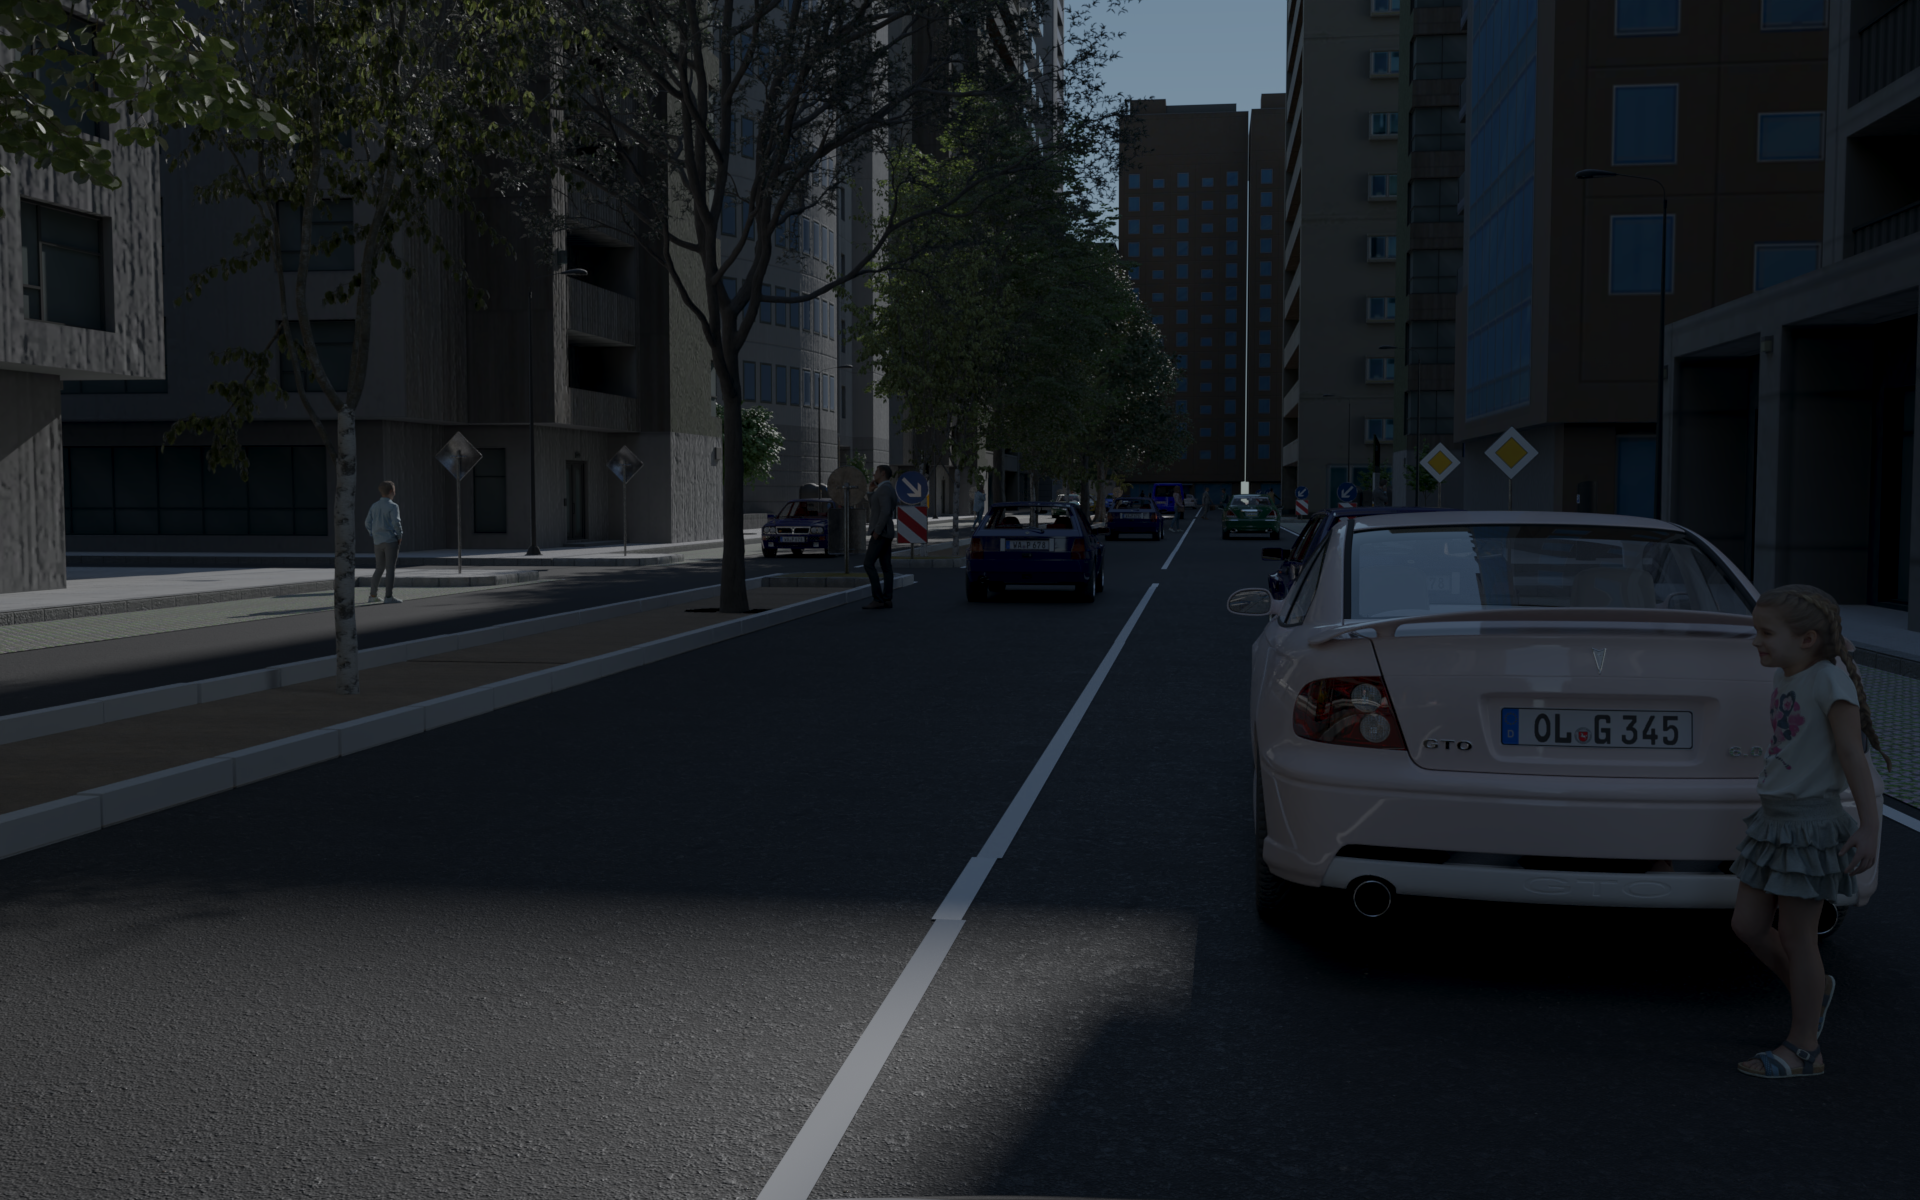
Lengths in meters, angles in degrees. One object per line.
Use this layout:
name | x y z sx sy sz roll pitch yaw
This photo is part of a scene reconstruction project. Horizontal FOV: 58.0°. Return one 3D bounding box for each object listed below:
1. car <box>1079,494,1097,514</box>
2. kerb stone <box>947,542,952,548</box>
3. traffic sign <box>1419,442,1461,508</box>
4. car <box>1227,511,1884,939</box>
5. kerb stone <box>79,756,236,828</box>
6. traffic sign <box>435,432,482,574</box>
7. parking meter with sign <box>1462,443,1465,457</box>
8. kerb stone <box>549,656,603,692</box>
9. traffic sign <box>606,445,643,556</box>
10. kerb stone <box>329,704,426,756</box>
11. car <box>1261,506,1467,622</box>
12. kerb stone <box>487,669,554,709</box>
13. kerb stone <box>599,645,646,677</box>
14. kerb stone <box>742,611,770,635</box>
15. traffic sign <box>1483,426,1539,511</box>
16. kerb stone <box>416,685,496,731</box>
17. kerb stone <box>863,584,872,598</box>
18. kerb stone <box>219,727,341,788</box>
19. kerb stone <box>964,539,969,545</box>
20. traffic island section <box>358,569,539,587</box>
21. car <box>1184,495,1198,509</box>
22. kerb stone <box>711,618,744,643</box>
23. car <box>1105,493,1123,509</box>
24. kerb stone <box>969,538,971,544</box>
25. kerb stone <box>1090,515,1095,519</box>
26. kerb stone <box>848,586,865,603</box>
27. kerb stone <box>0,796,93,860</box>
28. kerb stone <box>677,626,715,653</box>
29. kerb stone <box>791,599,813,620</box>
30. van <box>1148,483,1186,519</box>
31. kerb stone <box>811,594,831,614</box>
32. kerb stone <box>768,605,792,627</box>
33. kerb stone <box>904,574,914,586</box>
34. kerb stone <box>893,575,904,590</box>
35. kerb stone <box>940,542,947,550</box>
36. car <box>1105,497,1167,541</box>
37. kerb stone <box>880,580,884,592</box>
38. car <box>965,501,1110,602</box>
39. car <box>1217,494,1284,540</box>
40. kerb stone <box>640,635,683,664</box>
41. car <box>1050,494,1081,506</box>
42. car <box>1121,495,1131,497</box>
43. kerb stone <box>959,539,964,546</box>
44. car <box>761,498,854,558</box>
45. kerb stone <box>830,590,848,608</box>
car | 9.305 -7.199 127.932 2.015 1.641 3.980 1 4 10
kerb stone | -0.397 -1.411 45.265 0.120 0.150 1.000 1 4 8
traffic sign | 9.250 -1.822 33.439 0.795 2.450 0.064 1 4 8
car | 2.134 0.324 7.066 2.083 1.381 4.827 1 4 9
kerb stone | -3.663 0.874 7.928 0.120 0.150 1.000 1 4 8
traffic sign | -8.065 -1.483 27.882 0.795 2.450 0.064 1 4 8
parking meter with sign | 16.968 -3.645 55.864 0.543 3.016 1.738 -1 4 -23
kerb stone | -2.927 0.563 13.001 0.120 0.150 1.000 1 4 8
traffic sign | -6.925 -1.966 35.785 0.795 2.450 0.064 1 4 8
kerb stone | -3.364 0.749 9.954 0.120 0.150 1.000 1 4 8
car | 3.575 -0.132 14.733 1.945 1.354 3.894 0 4 7
kerb stone | -3.077 0.624 11.991 0.120 0.150 1.000 1 4 8
kerb stone | -2.783 0.505 14.014 0.120 0.150 1.000 1 4 8
kerb stone | -2.197 0.253 18.067 0.120 0.150 1.000 1 4 8
traffic sign | 8.109 -1.339 25.536 0.795 2.450 0.064 1 4 8
kerb stone | -3.218 0.686 10.974 0.120 0.150 1.000 1 4 8
kerb stone | -1.317 -0.120 24.150 0.120 0.150 1.000 1 4 8
kerb stone | -3.515 0.812 8.944 0.120 0.150 1.000 1 4 8
kerb stone | 0.050 -1.598 48.328 0.120 0.150 1.000 1 4 8
traffic island section | -8.090 -0.347 27.947 2.009 0.180 2.903 1 4 8
car | 21.297 -9.213 162.992 2.083 1.381 4.827 1 4 10
kerb stone | -2.348 0.315 17.052 0.120 0.150 1.000 1 4 8
car | 14.833 -9.631 167.056 1.945 1.707 3.694 1 4 9
kerb stone | 0.196 -1.657 49.340 0.120 0.150 1.000 1 4 8
kerb stone | 7.954 -4.949 103.125 0.120 0.150 1.000 1 4 8
kerb stone | -1.462 -0.052 23.127 0.120 0.150 1.000 1 4 8
kerb stone | -3.803 0.942 6.916 0.120 0.150 1.000 1 4 8
kerb stone | -2.492 0.377 16.037 0.120 0.150 1.000 1 4 8
kerb stone | -1.908 0.129 20.093 0.120 0.150 1.000 1 4 8
van | 12.116 -5.914 101.071 2.240 2.365 5.245 0 4 6
kerb stone | -1.765 0.067 21.105 0.120 0.150 1.000 1 4 8
kerb stone | -2.052 0.193 19.079 0.120 0.150 1.000 1 4 8
kerb stone | -0.871 -0.303 27.206 0.120 0.150 1.000 1 4 8
kerb stone | -1.029 -0.244 26.192 0.120 0.150 1.000 1 4 8
kerb stone | -0.537 -1.347 44.253 0.120 0.150 1.000 1 4 8
car | 5.519 -2.566 54.530 1.945 1.354 3.894 1 4 9
kerb stone | -1.171 -0.179 25.170 0.120 0.150 1.000 1 4 8
car | 1.113 -0.720 24.346 1.945 1.354 3.894 0 4 7
car | 9.378 -2.697 55.900 2.131 1.459 4.920 1 4 9
kerb stone | -2.633 0.439 15.025 0.120 0.150 1.000 1 4 8
car | 6.545 -5.653 104.222 2.131 1.459 4.920 0 4 8
car | 16.627 -9.933 174.981 1.945 1.354 3.894 0 4 7
kerb stone | -0.099 -1.536 47.306 0.120 0.150 1.000 1 4 8
car | -3.413 -1.700 40.381 1.945 1.354 3.894 1 4 9
kerb stone | -1.622 0.005 22.117 0.120 0.150 1.000 1 4 8
